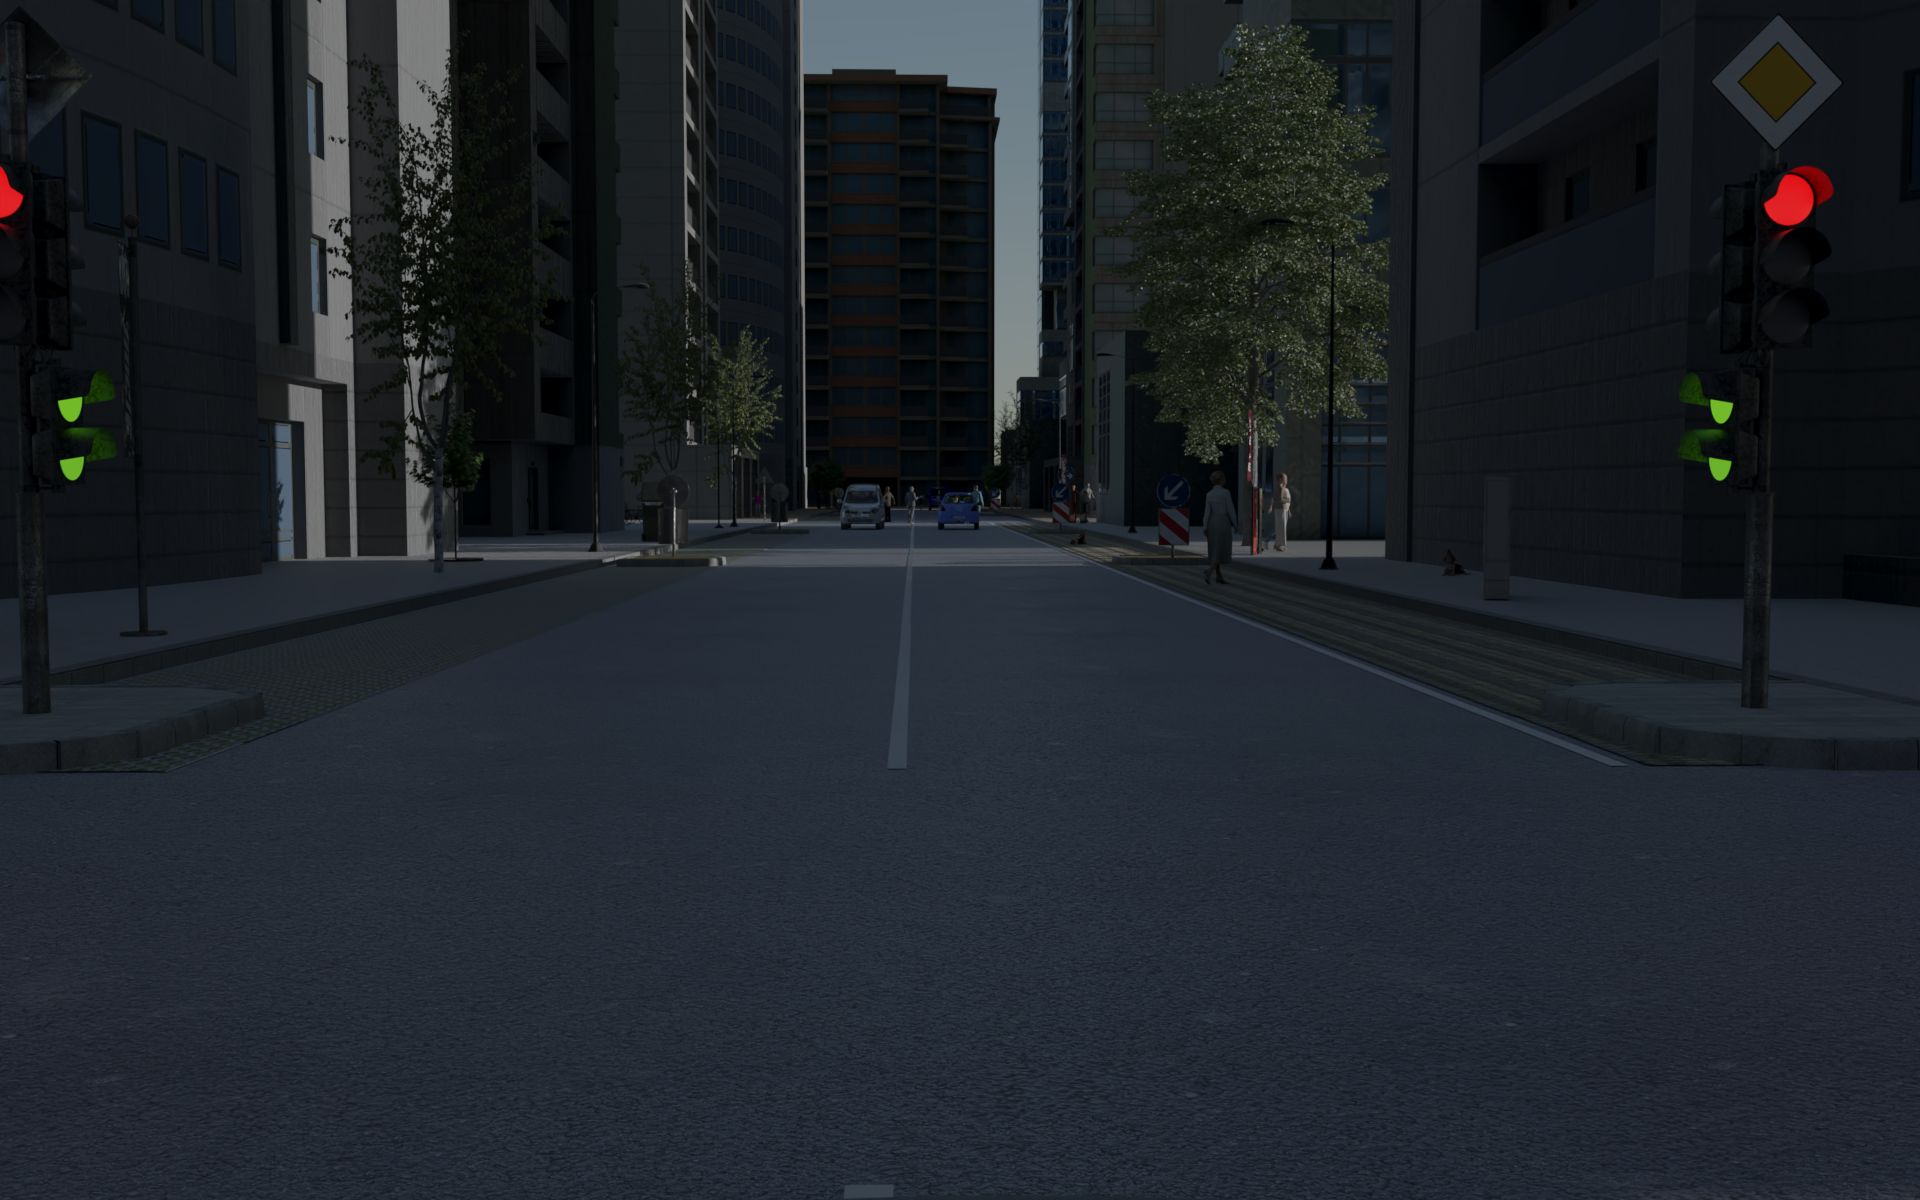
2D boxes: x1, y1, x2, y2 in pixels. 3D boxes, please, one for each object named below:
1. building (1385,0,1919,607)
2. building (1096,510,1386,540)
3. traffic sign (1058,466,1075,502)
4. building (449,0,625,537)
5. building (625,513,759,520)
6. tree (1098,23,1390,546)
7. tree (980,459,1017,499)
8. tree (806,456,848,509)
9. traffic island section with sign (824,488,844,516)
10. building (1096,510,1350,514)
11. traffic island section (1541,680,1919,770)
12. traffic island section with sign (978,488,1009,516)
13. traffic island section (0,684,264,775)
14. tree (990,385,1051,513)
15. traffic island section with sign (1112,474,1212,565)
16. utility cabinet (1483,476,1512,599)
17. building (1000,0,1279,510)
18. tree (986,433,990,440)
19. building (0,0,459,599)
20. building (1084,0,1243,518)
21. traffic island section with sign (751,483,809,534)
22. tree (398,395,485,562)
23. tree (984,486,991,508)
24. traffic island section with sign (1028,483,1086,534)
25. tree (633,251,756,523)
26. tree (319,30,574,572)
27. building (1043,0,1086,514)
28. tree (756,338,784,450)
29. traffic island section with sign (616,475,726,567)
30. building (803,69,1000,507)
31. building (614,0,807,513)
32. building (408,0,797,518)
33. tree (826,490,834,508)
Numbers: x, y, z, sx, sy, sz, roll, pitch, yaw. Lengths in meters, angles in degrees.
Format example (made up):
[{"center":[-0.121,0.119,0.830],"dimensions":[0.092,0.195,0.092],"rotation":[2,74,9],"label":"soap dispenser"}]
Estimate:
[{"center":[22.692,-29.495,24.235],"dimensions":[28.212,58.520,21.231],"rotation":[0,4,-1],"label":"building"},{"center":[17.765,-45.775,61.090],"dimensions":[22.319,86.520,31.000],"rotation":[0,4,-1],"label":"building"},{"center":[4.803,-4.788,78.394],"dimensions":[0.768,2.556,0.104],"rotation":[0,4,3],"label":"traffic sign"},{"center":[-18.791,-17.253,53.785],"dimensions":[14.160,30.474,14.107],"rotation":[0,4,-1],"label":"building"},{"center":[-21.739,-40.091,93.743],"dimensions":[20.563,71.187,20.611],"rotation":[0,4,-1],"label":"building"},{"center":[7.241,-7.576,41.987],"dimensions":[7.486,12.596,7.792],"rotation":[0,3,0],"label":"tree"},{"center":[3.443,-10.511,155.563],"dimensions":[4.285,4.588,4.351],"rotation":[0,3,0],"label":"tree"},{"center":[-12.041,-10.483,155.112],"dimensions":[4.285,4.588,4.351],"rotation":[0,3,0],"label":"tree"},{"center":[-7.737,-6.316,111.901],"dimensions":[1.989,1.847,2.006],"rotation":[0,4,-1],"label":"traffic island section with sign"},{"center":[17.262,-50.712,141.812],"dimensions":[22.319,86.520,31.000],"rotation":[0,4,-1],"label":"building"},{"center":[4.803,0.725,10.426],"dimensions":[2.009,0.180,2.903],"rotation":[0,4,-1],"label":"traffic island section"},{"center":[2.161,-6.388,113.079],"dimensions":[1.989,1.847,2.006],"rotation":[0,4,-1],"label":"traffic island section with sign"},{"center":[-5.435,0.741,10.168],"dimensions":[2.009,0.180,2.903],"rotation":[0,4,-1],"label":"traffic island section"},{"center":[4.210,-10.240,117.790],"dimensions":[4.360,8.622,3.978],"rotation":[0,3,0],"label":"tree"},{"center":[4.158,-1.645,35.516],"dimensions":[1.989,1.847,2.006],"rotation":[0,4,-1],"label":"traffic island section with sign"},{"center":[6.626,-0.774,21.339],"dimensions":[0.318,1.500,1.173],"rotation":[1,4,16],"label":"utility cabinet"},{"center":[19.863,-53.112,181.051],"dimensions":[31.000,86.520,22.319],"rotation":[0,4,-1],"label":"building"},{"center":[4.053,-11.327,135.555],"dimensions":[4.360,8.622,3.978],"rotation":[0,3,0],"label":"tree"},{"center":[-21.639,-29.464,23.741],"dimensions":[21.231,58.520,28.212],"rotation":[0,4,-1],"label":"building"},{"center":[14.035,-25.423,99.256],"dimensions":[14.154,41.232,14.086],"rotation":[0,4,-1],"label":"building"},{"center":[-6.446,-3.284,62.327],"dimensions":[1.989,1.847,2.006],"rotation":[0,4,-1],"label":"traffic island section with sign"},{"center":[-9.635,-2.364,33.256],"dimensions":[1.663,3.219,1.824],"rotation":[0,3,0],"label":"tree"},{"center":[3.216,-10.054,158.990],"dimensions":[1.663,3.219,1.824],"rotation":[0,3,0],"label":"tree"},{"center":[3.467,-3.293,62.462],"dimensions":[1.989,1.847,2.006],"rotation":[0,4,-1],"label":"traffic island section with sign"},{"center":[-8.841,-6.282,53.071],"dimensions":[4.737,8.622,4.395],"rotation":[0,3,0],"label":"tree"},{"center":[-8.516,-4.772,28.391],"dimensions":[4.737,8.622,4.395],"rotation":[0,3,0],"label":"tree"},{"center":[16.642,-41.439,115.785],"dimensions":[20.563,71.187,20.611],"rotation":[0,4,-1],"label":"building"},{"center":[-9.877,-7.697,76.201],"dimensions":[4.737,8.622,4.395],"rotation":[0,3,0],"label":"tree"},{"center":[-5.751,-1.599,34.771],"dimensions":[1.989,1.847,2.006],"rotation":[0,4,-1],"label":"traffic island section with sign"},{"center":[-10.599,-32.226,181.521],"dimensions":[28.867,44.769,22.147],"rotation":[0,4,-1],"label":"building"},{"center":[-24.123,-43.352,147.062],"dimensions":[20.611,71.187,20.563],"rotation":[0,4,-1],"label":"building"},{"center":[-22.784,-35.259,118.476],"dimensions":[21.231,58.520,28.212],"rotation":[0,4,-1],"label":"building"},{"center":[-12.002,-10.106,159.831],"dimensions":[1.663,3.219,1.824],"rotation":[0,3,0],"label":"tree"}]
